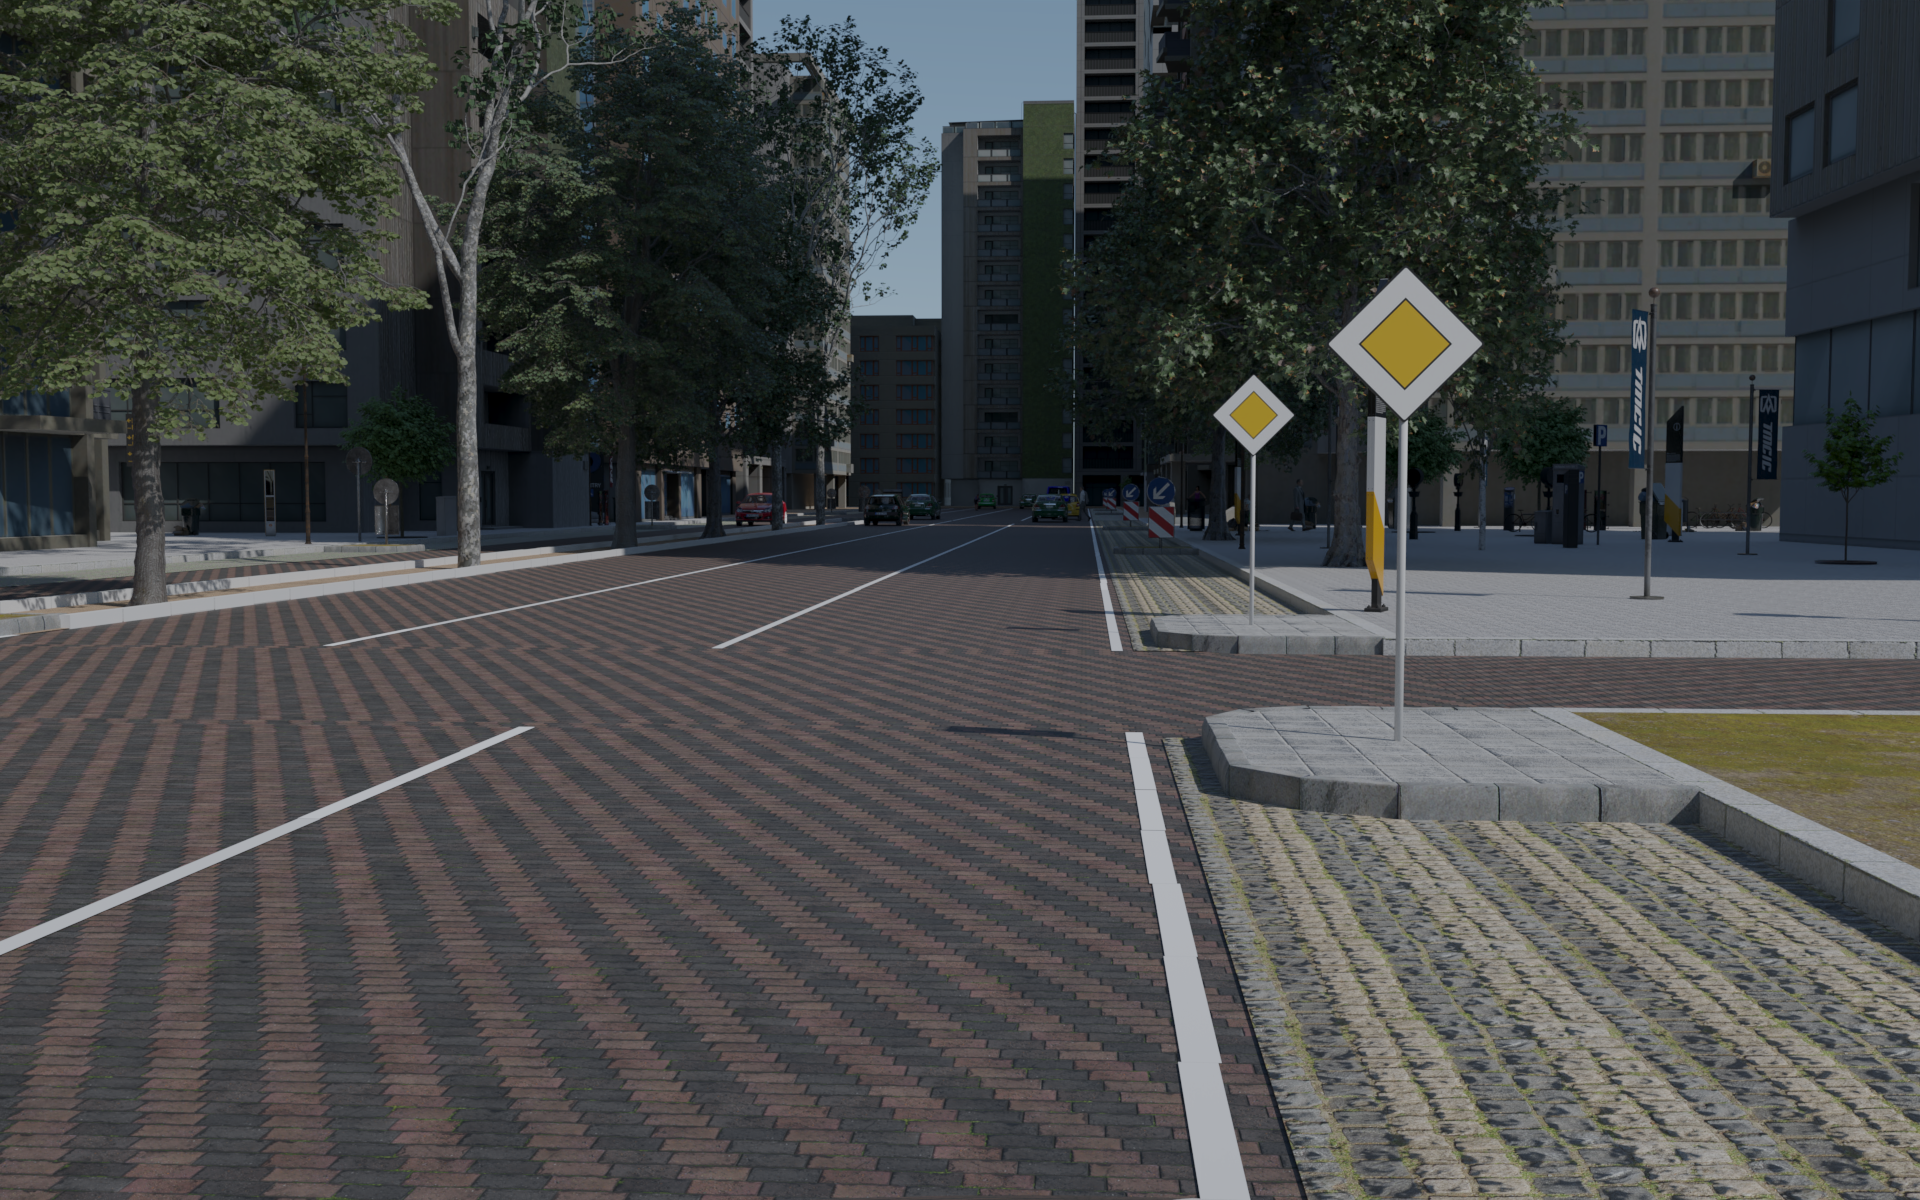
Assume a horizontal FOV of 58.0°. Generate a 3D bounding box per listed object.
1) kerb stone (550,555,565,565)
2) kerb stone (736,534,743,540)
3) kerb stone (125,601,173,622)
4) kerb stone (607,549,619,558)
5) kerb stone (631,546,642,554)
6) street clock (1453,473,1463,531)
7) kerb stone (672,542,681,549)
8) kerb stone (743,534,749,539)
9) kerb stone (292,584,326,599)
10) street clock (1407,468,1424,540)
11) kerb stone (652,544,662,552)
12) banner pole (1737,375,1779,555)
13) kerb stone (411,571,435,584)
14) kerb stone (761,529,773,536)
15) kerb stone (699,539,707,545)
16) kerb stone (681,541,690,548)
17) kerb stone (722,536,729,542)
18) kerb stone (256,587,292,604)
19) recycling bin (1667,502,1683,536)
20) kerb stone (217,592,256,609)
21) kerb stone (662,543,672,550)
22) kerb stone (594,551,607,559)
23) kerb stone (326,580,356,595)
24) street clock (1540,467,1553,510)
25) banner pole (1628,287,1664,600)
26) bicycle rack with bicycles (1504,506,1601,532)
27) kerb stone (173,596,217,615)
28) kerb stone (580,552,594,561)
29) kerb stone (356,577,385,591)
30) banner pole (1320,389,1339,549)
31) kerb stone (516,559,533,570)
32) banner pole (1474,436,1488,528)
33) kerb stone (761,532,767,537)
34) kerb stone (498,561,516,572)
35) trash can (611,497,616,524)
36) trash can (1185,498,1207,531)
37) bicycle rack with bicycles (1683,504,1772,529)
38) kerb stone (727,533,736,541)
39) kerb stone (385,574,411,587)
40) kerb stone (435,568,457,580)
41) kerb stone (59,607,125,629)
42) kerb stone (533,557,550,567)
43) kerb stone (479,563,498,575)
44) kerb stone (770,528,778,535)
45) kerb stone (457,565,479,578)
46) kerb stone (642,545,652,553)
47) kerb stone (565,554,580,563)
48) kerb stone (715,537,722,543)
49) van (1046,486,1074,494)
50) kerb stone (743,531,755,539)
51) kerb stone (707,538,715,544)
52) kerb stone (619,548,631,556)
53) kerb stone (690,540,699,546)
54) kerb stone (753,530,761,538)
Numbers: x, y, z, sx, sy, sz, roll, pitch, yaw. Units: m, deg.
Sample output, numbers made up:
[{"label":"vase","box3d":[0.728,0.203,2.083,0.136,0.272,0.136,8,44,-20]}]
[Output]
[{"label":"kerb stone","box3d":[-8.293,-0.798,35.246,0.120,0.150,1.000,0,4,4]},{"label":"kerb stone","box3d":[-6.967,-1.924,53.657,0.120,0.150,1.000,0,4,4]},{"label":"kerb stone","box3d":[-9.400,0.142,19.920,0.120,0.150,1.000,0,4,4]},{"label":"kerb stone","box3d":[-8.002,-1.043,39.340,0.120,0.150,1.000,0,4,4]},{"label":"kerb stone","box3d":[-7.853,-1.173,41.380,0.120,0.150,1.000,0,4,4]},{"label":"street clock","box3d":[17.239,-3.387,59.952,0.358,2.002,0.471,2,4,29]},{"label":"kerb stone","box3d":[-7.559,-1.424,45.477,0.120,0.150,1.000,0,4,4]},{"label":"kerb stone","box3d":[-6.894,-1.987,54.683,0.120,0.150,1.000,0,4,4]},{"label":"kerb stone","box3d":[-9.106,-0.110,24.000,0.120,0.150,1.000,0,4,4]},{"label":"street clock","box3d":[12.818,-2.711,48.889,0.471,2.002,0.358,3,5,39]},{"label":"kerb stone","box3d":[-7.709,-1.289,43.422,0.120,0.150,1.000,0,4,4]},{"label":"banner pole","box3d":[16.831,-2.839,36.436,0.863,3.779,0.401,-1,4,-8]},{"label":"kerb stone","box3d":[-8.809,-0.357,28.100,0.120,0.150,1.000,0,4,4]},{"label":"kerb stone","box3d":[-6.592,-2.237,58.770,0.120,0.150,1.000,0,4,4]},{"label":"kerb stone","box3d":[-7.340,-1.606,48.539,0.120,0.150,1.000,0,4,4]},{"label":"kerb stone","box3d":[-7.483,-1.485,46.498,0.120,0.150,1.000,0,4,4]},{"label":"kerb stone","box3d":[-7.108,-1.795,51.613,0.120,0.150,1.000,0,4,4]},{"label":"kerb stone","box3d":[-9.184,-0.048,22.979,0.120,0.150,1.000,0,4,4]},{"label":"recycling bin","box3d":[21.758,-2.492,53.293,0.722,1.027,0.722,0,4,5]},{"label":"kerb stone","box3d":[-9.251,0.014,21.959,0.120,0.150,1.000,0,4,4]},{"label":"kerb stone","box3d":[-7.637,-1.354,44.448,0.120,0.150,1.000,0,4,4]},{"label":"kerb stone","box3d":[-8.070,-0.986,38.319,0.120,0.150,1.000,0,4,4]},{"label":"kerb stone","box3d":[-9.034,-0.172,25.024,0.120,0.150,1.000,0,4,4]},{"label":"street clock","box3d":[15.874,-2.577,46.703,0.471,2.002,0.358,-2,4,-32]},{"label":"banner pole","box3d":[8.238,-1.889,20.899,0.401,3.779,0.863,3,5,44]},{"label":"bicycle rack with bicycles","box3d":[20.213,-2.764,58.574,2.925,0.926,2.852,3,4,36]},{"label":"kerb stone","box3d":[-9.330,0.077,20.940,0.120,0.150,1.000,0,4,4]},{"label":"kerb stone","box3d":[-8.147,-0.924,37.297,0.120,0.150,1.000,0,4,4]},{"label":"kerb stone","box3d":[-8.954,-0.236,26.048,0.120,0.150,1.000,0,4,4]},{"label":"banner pole","box3d":[8.850,-3.090,40.532,0.863,3.779,0.401,3,5,42]},{"label":"kerb stone","box3d":[-8.447,-0.670,33.199,0.120,0.150,1.000,0,4,4]},{"label":"banner pole","box3d":[19.937,-4.651,66.058,0.401,3.779,0.863,3,5,41]},{"label":"kerb stone","box3d":[-6.666,-2.175,57.750,0.120,0.150,1.000,0,4,4]},{"label":"kerb stone","box3d":[-8.520,-0.611,32.180,0.120,0.150,1.000,0,4,4]},{"label":"trash can","box3d":[-14.634,-3.853,74.644,0.748,1.137,0.748,0,3,0]},{"label":"trash can","box3d":[8.182,-2.956,59.984,0.748,1.137,0.748,0,3,0]},{"label":"bicycle rack with bicycles","box3d":[28.433,-3.126,64.497,2.925,0.926,2.852,3,4,37]},{"label":"kerb stone","box3d":[-7.035,-1.859,52.637,0.120,0.150,1.000,0,4,4]},{"label":"kerb stone","box3d":[-8.883,-0.299,27.076,0.120,0.150,1.000,0,4,4]},{"label":"kerb stone","box3d":[-8.736,-0.424,29.120,0.120,0.150,1.000,0,4,4]},{"label":"kerb stone","box3d":[-9.469,0.203,18.887,0.120,0.150,1.000,0,4,4]},{"label":"kerb stone","box3d":[-8.367,-0.736,34.222,0.120,0.150,1.000,0,4,4]},{"label":"kerb stone","box3d":[-8.588,-0.548,31.160,0.120,0.150,1.000,0,4,4]},{"label":"kerb stone","box3d":[-6.529,-2.300,59.796,0.120,0.150,1.000,0,4,4]},{"label":"kerb stone","box3d":[-8.656,-0.482,30.140,0.120,0.150,1.000,0,4,4]},{"label":"kerb stone","box3d":[-7.780,-1.236,42.402,0.120,0.150,1.000,0,4,4]},{"label":"kerb stone","box3d":[-8.224,-0.861,36.278,0.120,0.150,1.000,0,4,4]},{"label":"kerb stone","box3d":[-7.187,-1.733,50.585,0.120,0.150,1.000,0,4,4]},{"label":"van","box3d":[7.851,-8.119,137.133,2.240,2.365,5.245,0,4,5]},{"label":"kerb stone","box3d":[-6.813,-2.049,55.702,0.120,0.150,1.000,0,4,4]},{"label":"kerb stone","box3d":[-7.263,-1.674,49.558,0.120,0.150,1.000,0,4,4]},{"label":"kerb stone","box3d":[-7.926,-1.110,40.360,0.120,0.150,1.000,0,4,4]},{"label":"kerb stone","box3d":[-7.413,-1.547,47.517,0.120,0.150,1.000,0,4,4]},{"label":"kerb stone","box3d":[-6.739,-2.112,56.722,0.120,0.150,1.000,0,4,4]}]
